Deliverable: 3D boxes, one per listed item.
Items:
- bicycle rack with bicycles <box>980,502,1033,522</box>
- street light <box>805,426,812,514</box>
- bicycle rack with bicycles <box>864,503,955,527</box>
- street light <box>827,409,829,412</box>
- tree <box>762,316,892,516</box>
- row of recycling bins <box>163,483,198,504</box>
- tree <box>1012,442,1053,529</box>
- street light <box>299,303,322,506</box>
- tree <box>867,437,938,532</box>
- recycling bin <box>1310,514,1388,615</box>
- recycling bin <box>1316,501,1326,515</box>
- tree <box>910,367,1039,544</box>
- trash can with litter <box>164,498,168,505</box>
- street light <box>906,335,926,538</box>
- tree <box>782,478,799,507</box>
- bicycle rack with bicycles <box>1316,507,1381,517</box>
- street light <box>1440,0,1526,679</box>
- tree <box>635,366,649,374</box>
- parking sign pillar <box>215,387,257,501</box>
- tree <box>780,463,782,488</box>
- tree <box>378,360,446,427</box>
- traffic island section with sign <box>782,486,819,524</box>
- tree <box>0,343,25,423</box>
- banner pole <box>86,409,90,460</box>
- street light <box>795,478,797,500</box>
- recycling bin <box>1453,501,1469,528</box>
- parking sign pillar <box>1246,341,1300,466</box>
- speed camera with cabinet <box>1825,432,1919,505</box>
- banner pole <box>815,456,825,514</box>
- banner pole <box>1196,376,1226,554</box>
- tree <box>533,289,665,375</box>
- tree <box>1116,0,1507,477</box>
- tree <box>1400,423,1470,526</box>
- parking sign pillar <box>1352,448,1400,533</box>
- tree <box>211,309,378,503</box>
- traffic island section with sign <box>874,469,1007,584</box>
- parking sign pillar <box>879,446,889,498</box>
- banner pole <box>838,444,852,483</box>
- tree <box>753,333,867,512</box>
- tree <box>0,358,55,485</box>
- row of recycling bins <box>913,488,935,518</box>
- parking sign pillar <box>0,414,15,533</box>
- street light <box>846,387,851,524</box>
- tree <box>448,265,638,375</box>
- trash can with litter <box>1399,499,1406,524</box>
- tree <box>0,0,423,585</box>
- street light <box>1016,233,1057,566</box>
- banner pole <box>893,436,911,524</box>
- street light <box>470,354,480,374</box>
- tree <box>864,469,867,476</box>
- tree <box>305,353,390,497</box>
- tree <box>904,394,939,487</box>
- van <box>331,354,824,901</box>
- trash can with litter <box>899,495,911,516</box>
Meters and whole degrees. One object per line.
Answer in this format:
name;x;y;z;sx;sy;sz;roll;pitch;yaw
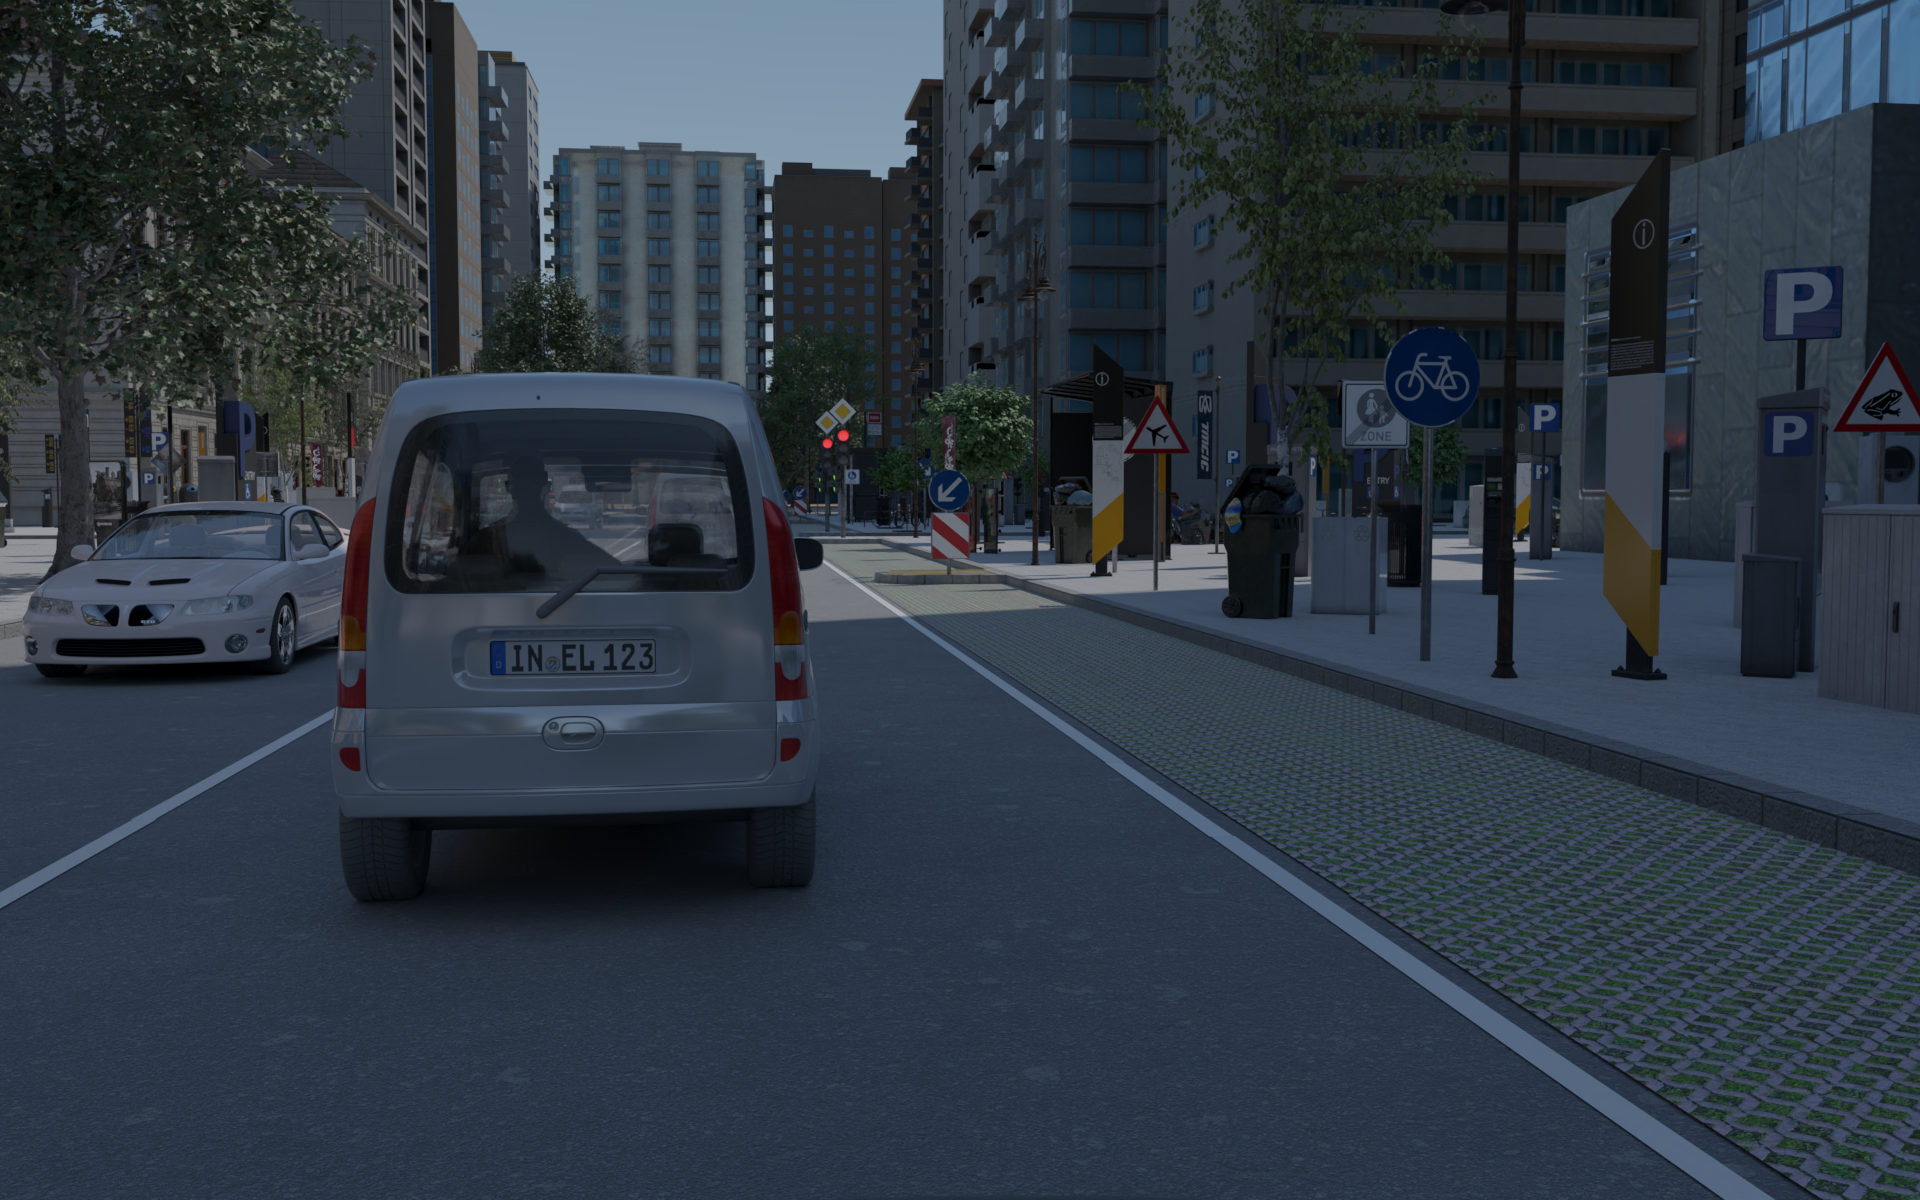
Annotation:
bicycle rack with bicycles;2.078;-3.980;78.455;2.852;0.926;2.925;3;5;39
street light;-9.925;-8.643;114.103;0.468;5.910;1.993;0;4;-8
bicycle rack with bicycles;-2.273;-3.308;67.467;2.852;0.926;2.925;3;5;44
street light;-7.214;-7.445;94.511;0.468;5.910;1.993;0;4;-8
tree;-7.906;-10.809;102.478;9.928;11.665;9.643;0;3;0
row of recycling bins;-29.340;-3.664;67.013;3.534;1.692;1.069;-3;5;-39
tree;3.005;-4.248;64.050;1.663;3.219;1.824;0;3;0
street light;-12.616;-3.696;33.219;0.468;5.910;1.993;0;4;-8
tree;-1.841;-3.906;58.468;1.663;3.219;1.824;0;3;0
recycling bin;4.208;-0.377;18.717;0.722;1.027;0.722;1;4;21
recycling bin;13.457;-3.250;65.698;0.722;1.027;0.722;0;4;1
tree;0.393;-3.750;45.026;4.285;4.588;4.351;0;3;0
trash can with litter;-25.944;-2.718;55.834;1.055;1.170;0.624;-2;4;-27
street light;-1.288;-4.749;50.431;0.468;5.910;1.993;0;4;-8
tree;-17.352;-11.187;177.502;1.663;3.219;1.824;0;3;0
bicycle rack with bicycles;10.807;-2.095;47.641;2.852;0.926;2.925;2;4;30
street light;3.810;-2.395;11.943;0.468;5.910;1.993;0;4;-8
tree;-32.390;-16.268;172.634;9.857;13.997;8.962;0;3;0
parking sign pillar;-15.245;-2.939;36.525;1.447;3.967;1.447;0;4;-5
tree;-20.470;-15.992;195.876;7.601;10.594;8.767;-1;4;-16
tree;-29.964;-8.850;95.059;4.737;8.622;4.395;0;3;0
traffic island section with sign;-7.854;-4.592;83.712;1.989;1.847;2.006;0;4;-8
tree;-21.403;-5.299;37.005;4.737;8.622;4.395;0;3;0
banner pole;-22.477;-3.331;44.471;0.401;3.779;0.863;0;4;-6
street light;-12.607;-9.798;132.993;0.468;5.910;1.993;0;4;-8
recycling bin;19.232;-3.269;66.002;0.722;1.027;0.722;2;4;26
parking sign pillar;5.606;-2.602;31.008;1.447;3.967;1.447;3;4;37
speed camera with cabinet;13.232;-1.940;26.050;2.038;3.252;0.660;0;4;8
banner pole;-9.220;-7.599;114.254;0.863;3.779;0.401;-3;5;-44
banner pole;5.316;-2.863;36.825;0.863;3.779;0.401;-3;4;-38
tree;-22.261;-11.800;103.296;12.009;13.543;11.850;0;3;0
tree;4.019;-4.265;20.092;4.737;8.622;4.395;0;3;0
tree;18.862;-5.259;69.699;4.285;4.588;4.351;0;3;0
parking sign pillar;12.123;-3.793;50.482;1.447;3.967;1.447;3;4;37
tree;-24.395;-6.840;62.196;4.737;8.622;4.395;0;3;0
traffic island section with sign;-0.371;-1.200;28.242;1.989;1.847;2.006;0;4;-8
parking sign pillar;-4.684;-6.693;97.904;1.447;3.967;1.447;-1;4;-18
banner pole;-5.706;-5.917;86.760;0.863;3.779;0.401;-1;4;-11
tree;-10.746;-12.526;121.813;9.611;12.733;9.660;0;3;0
tree;-25.484;-5.793;45.073;4.360;8.622;3.978;0;3;0
row of recycling bins;-1.965;-5.263;93.162;1.069;1.692;3.534;0;4;6
parking sign pillar;-32.119;-4.206;57.237;1.447;3.967;1.447;-1;4;-20
street light;-4.830;-6.245;74.898;0.468;5.910;1.993;0;4;-8
tree;-20.912;-10.391;86.904;9.611;12.733;9.660;0;3;0
trash can with litter;19.094;-3.861;74.509;1.055;1.170;0.624;3;5;44
tree;-12.704;-6.581;24.605;9.611;12.733;9.660;0;3;0
street light;1.349;-3.554;30.890;0.468;5.910;1.993;0;4;-8
banner pole;-2.403;-5.186;74.803;0.401;3.779;0.863;3;5;43
street light;-15.994;-5.169;57.297;0.468;5.910;1.993;0;4;-8
tree;-2.489;-4.252;64.127;1.663;3.219;1.824;0;3;0
tree;-29.414;-8.108;82.930;4.360;8.622;3.978;0;3;0
tree;-2.340;-10.881;128.269;4.737;8.622;4.395;0;3;0
van;-1.557;-0.034;7.561;2.013;2.044;4.112;-1;4;-9
trash can with litter;-3.085;-5.677;103.882;1.678;1.210;2.233;3;4;37
